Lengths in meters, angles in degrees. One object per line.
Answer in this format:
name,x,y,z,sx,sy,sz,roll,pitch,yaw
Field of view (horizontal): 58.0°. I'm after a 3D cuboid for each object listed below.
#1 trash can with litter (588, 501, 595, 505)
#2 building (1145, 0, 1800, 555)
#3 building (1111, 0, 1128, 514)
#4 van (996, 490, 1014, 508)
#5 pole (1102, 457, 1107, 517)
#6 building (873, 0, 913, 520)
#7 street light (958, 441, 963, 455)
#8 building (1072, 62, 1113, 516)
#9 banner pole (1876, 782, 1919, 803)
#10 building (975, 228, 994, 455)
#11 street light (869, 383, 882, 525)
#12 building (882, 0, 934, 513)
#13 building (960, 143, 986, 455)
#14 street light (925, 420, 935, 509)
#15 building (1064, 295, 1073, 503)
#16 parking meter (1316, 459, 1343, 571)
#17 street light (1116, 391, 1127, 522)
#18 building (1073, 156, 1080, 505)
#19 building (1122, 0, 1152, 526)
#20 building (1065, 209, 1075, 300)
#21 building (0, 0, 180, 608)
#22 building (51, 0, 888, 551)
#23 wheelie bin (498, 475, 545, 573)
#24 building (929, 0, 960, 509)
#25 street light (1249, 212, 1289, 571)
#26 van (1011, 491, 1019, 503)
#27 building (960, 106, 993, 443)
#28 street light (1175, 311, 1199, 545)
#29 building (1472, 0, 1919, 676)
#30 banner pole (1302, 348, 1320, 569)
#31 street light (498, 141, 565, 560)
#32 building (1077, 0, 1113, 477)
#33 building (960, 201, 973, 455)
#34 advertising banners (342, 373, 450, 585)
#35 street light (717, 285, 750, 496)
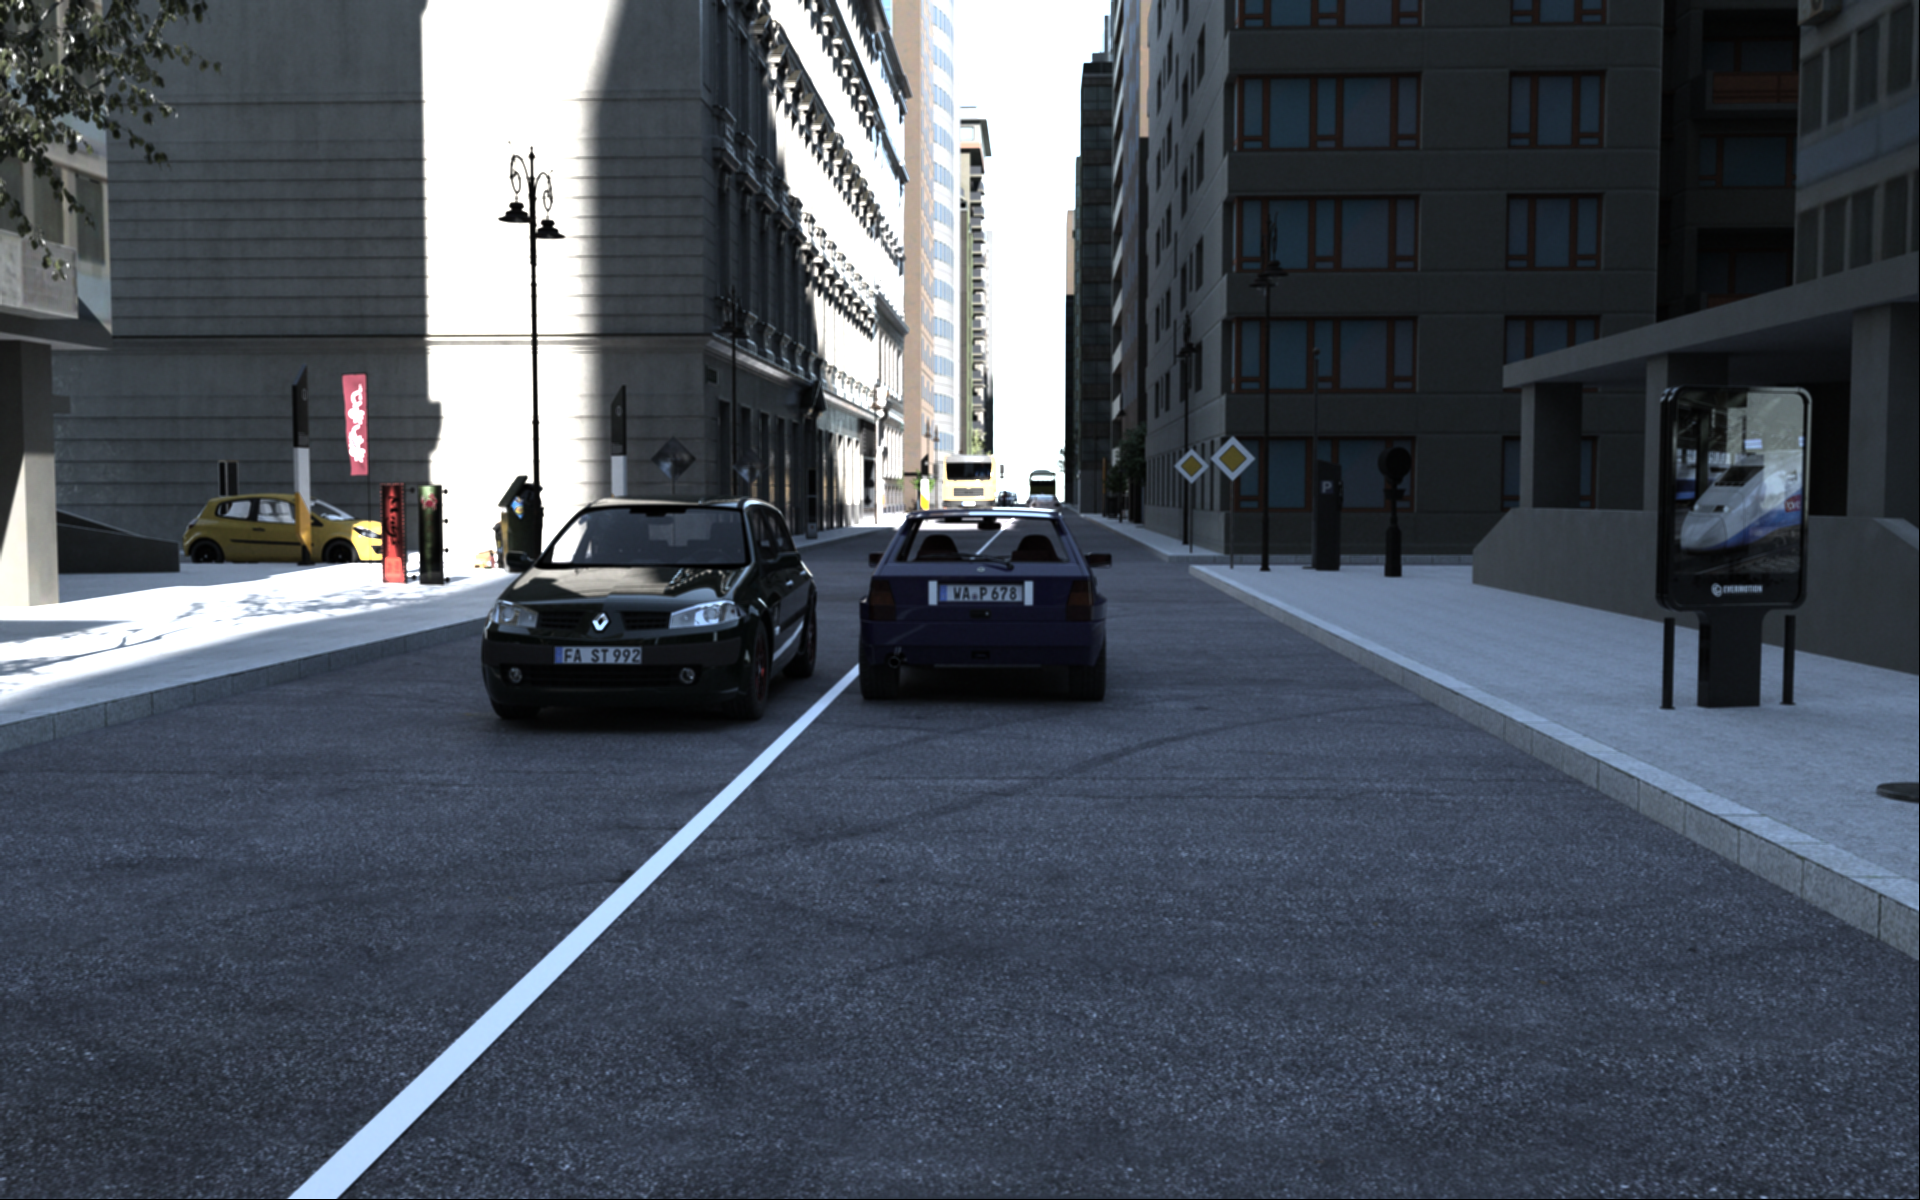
trash can with litter,-5.661,-1.033,28.274,0.624,1.170,1.055,2,4,31
building,20.635,-12.473,48.978,28.899,21.520,27.650,0,4,3
building,19.998,-29.173,100.678,21.300,48.544,21.600,0,4,3
van,4.794,-10.884,184.961,2.013,2.044,4.112,0,4,1
pole,8.046,-6.272,96.386,0.158,3.312,0.155,0,3,0
building,-9.871,-18.712,91.852,13.634,28.700,20.117,0,4,3
street light,0.104,-10.763,148.756,0.468,5.910,1.993,0,4,3
building,15.195,-21.264,119.368,14.160,30.474,14.107,0,4,3
banner pole,4.231,-1.040,7.027,0.401,3.779,0.863,-2,4,-32
building,-2.041,-35.294,260.658,14.154,41.232,14.086,0,4,3
street light,-3.505,-6.082,72.223,0.468,5.910,1.993,0,4,3
building,-9.137,-28.795,120.915,14.600,45.320,14.200,0,4,3
building,-8.134,-34.073,211.711,22.147,44.769,28.867,0,4,3
street light,-1.965,-8.181,106.552,0.468,5.910,1.993,0,4,3
building,22.106,-29.273,250.311,14.160,30.474,14.107,0,4,3
parking meter,6.195,-1.427,29.041,0.399,1.863,0.255,2,4,29
street light,7.257,-6.438,78.055,0.468,5.910,1.993,0,4,3
building,20.946,-32.305,211.773,14.154,41.232,14.086,0,4,3
building,14.346,-25.997,75.154,14.600,45.320,14.200,0,4,3
building,22.979,-37.545,263.977,14.600,45.320,14.200,0,4,3
building,-21.936,-19.684,13.707,23.993,40.220,32.217,0,4,3
building,-12.633,-17.335,59.845,17.030,29.872,44.131,0,4,3
wheelie bin,-7.207,-1.261,28.525,0.693,1.594,0.980,-2,4,-27
building,-11.072,-36.690,141.883,21.231,58.520,28.212,0,4,3
street light,5.093,-3.422,28.737,0.468,5.910,1.993,0,4,3
van,8.137,-15.940,267.637,2.013,2.044,4.112,0,4,2
building,-10.188,-39.785,239.728,28.713,52.752,27.495,0,4,3
street light,5.731,-4.346,43.842,0.468,5.910,1.993,0,4,3
building,23.124,-19.822,15.964,32.217,40.220,23.993,0,4,3
banner pole,6.132,-2.442,29.948,0.401,3.779,0.863,1,4,9
street light,-5.684,-3.081,23.159,0.468,5.910,1.993,0,4,3
building,23.873,-33.804,172.299,23.786,49.044,30.456,0,4,3
building,-5.982,-24.852,178.023,14.160,30.474,14.107,0,4,3
advertising banners,-8.090,-1.747,24.751,2.074,3.025,0.090,2,4,30
street light,-5.014,-4.018,38.478,0.468,5.910,1.993,0,4,3
